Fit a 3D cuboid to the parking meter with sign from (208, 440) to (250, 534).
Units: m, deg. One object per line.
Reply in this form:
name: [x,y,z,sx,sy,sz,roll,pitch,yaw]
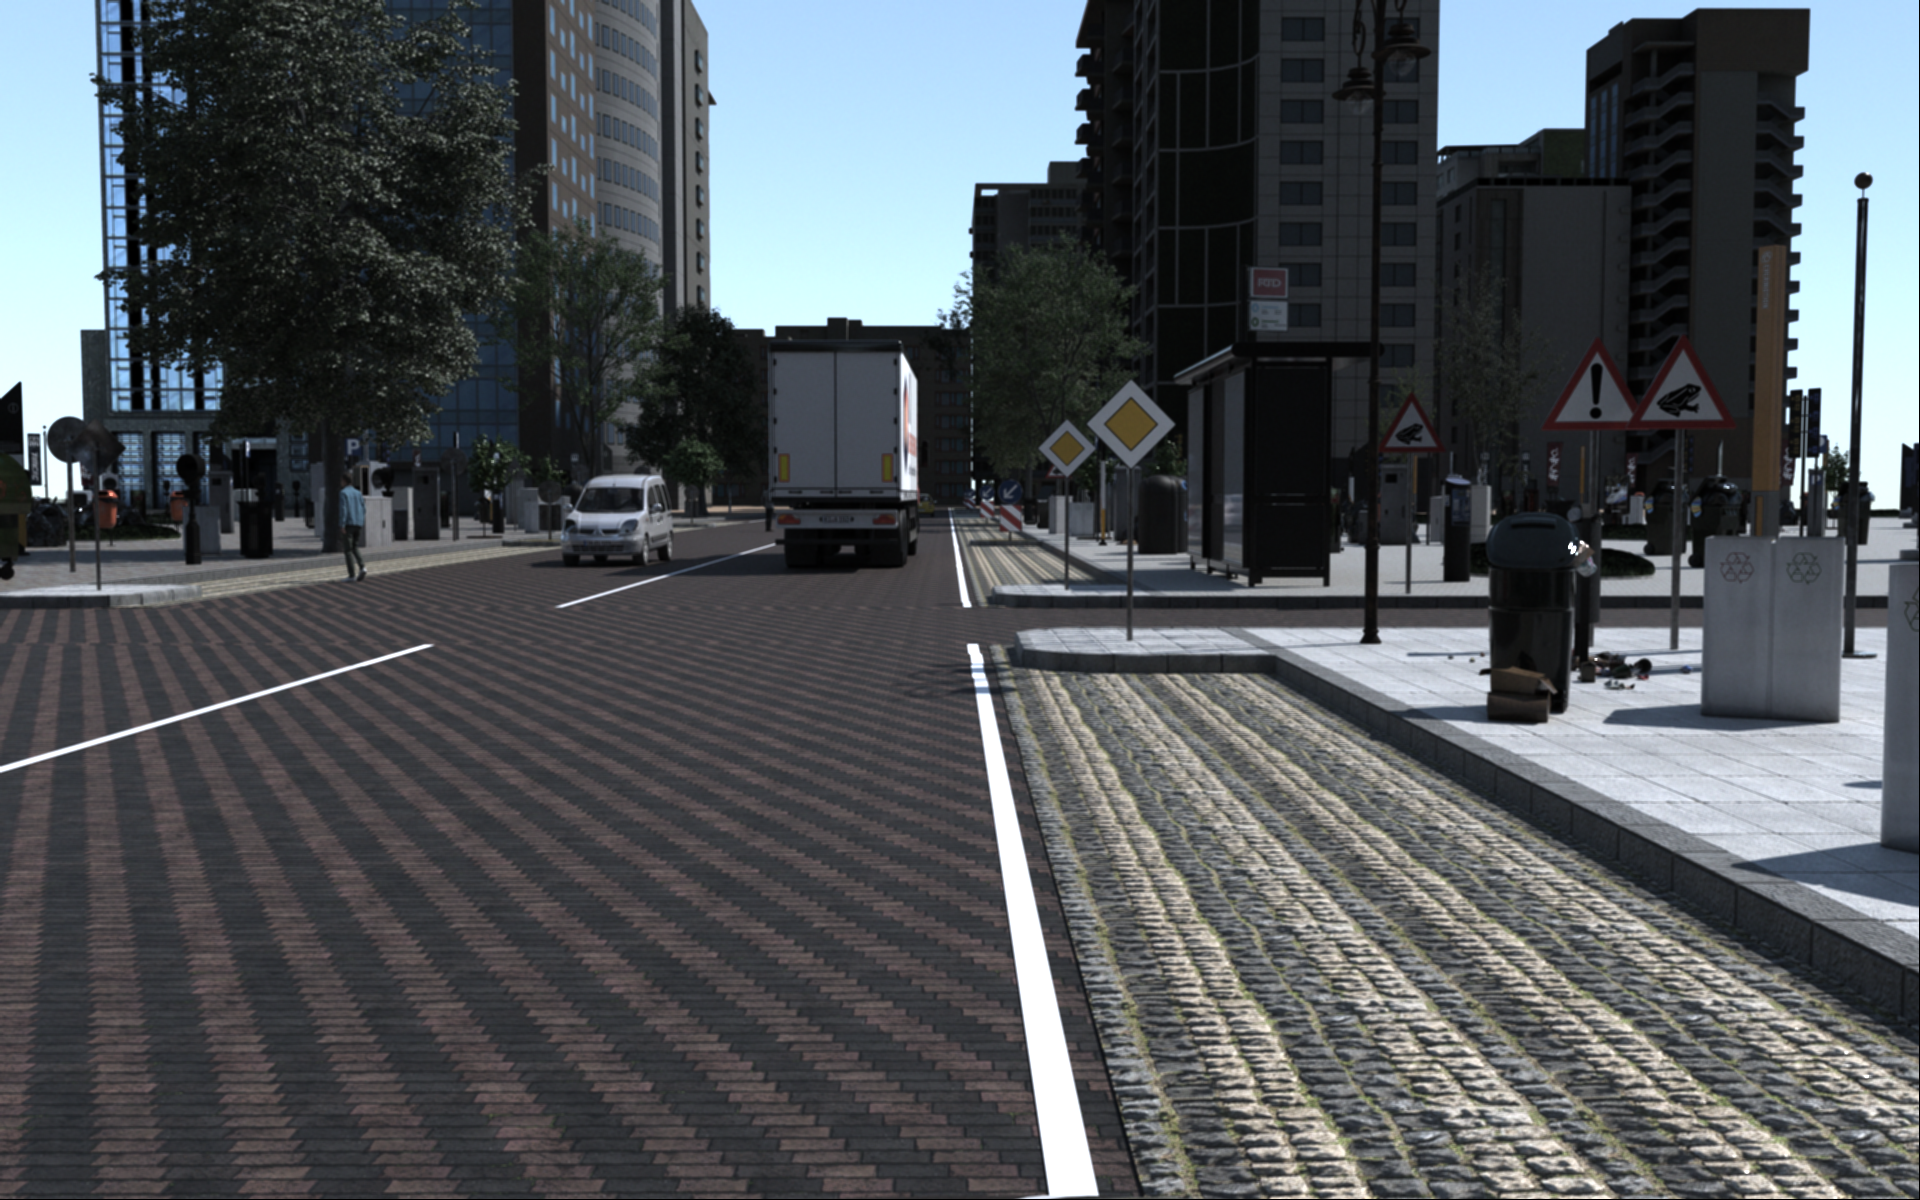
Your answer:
parking meter with sign: [-24.028,-3.671,56.288,1.738,3.016,0.543,-1,4,-9]

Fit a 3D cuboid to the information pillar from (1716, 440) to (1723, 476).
information pillar: [32.678,-5.090,74.579,0.183,3.616,0.504,3,5,40]

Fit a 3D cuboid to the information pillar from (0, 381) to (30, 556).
information pillar: [-19.736,-2.736,36.092,0.504,3.616,0.183,0,4,1]

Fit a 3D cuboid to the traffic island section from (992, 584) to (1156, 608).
traffic island section: [1.447,-0.055,23.173,2.009,0.180,2.903,0,4,0]

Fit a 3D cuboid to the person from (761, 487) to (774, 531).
person: [-7.316,-3.541,66.579,0.592,1.802,0.473,3,5,41]

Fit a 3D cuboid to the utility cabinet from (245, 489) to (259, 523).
utility cabinet: [-29.420,-3.880,72.114,0.318,1.500,1.173,-2,4,-29]

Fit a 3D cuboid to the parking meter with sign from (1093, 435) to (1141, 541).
parking meter with sign: [4.556,-3.103,46.997,1.738,3.016,0.543,0,4,-6]

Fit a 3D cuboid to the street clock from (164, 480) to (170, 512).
street clock: [-40.454,-5.126,88.377,0.358,2.002,0.471,-1,4,-14]

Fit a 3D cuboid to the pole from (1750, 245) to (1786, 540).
pole: [6.682,-1.254,14.344,0.158,3.312,0.155,0,3,0]

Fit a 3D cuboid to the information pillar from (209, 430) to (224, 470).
information pillar: [-26.808,-4.352,62.518,0.504,3.616,0.183,0,4,3]

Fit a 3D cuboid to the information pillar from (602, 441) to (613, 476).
information pillar: [-15.687,-5.238,76.999,0.504,3.616,0.183,-3,5,-40]

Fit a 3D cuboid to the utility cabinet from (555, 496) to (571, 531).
utility cabinet: [-14.050,-3.046,60.960,0.306,1.237,1.020,-3,4,-38]

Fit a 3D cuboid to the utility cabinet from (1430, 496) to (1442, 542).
utility cabinet: [12.969,-2.179,46.793,0.306,1.237,1.020,0,4,-1]

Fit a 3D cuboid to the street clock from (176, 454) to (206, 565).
street clock: [-13.965,-1.647,31.499,0.471,2.002,0.358,1,4,17]

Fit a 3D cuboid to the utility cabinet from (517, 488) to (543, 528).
utility cabinet: [-15.933,-3.398,64.243,1.173,1.500,0.318,3,4,37]

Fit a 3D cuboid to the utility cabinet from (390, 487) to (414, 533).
utility cabinet: [-18.336,-2.904,56.165,1.173,1.500,0.318,1,4,13]

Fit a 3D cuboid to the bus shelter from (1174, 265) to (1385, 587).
bus shelter: [4.761,-3.088,28.129,2.179,5.291,8.768,0,4,-1]

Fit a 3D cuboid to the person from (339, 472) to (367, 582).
person: [-9.887,-1.182,28.173,0.444,1.785,0.601,2,4,32]

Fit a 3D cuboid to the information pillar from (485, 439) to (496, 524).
information pillar: [-20.008,-5.066,74.187,0.183,3.616,0.504,0,4,6]

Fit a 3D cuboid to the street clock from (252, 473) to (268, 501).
street clock: [-27.384,-3.862,67.707,0.471,2.002,0.358,-2,4,-29]

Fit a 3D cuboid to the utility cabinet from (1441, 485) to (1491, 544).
utility cabinet: [12.760,-2.140,43.673,1.173,1.500,0.318,3,4,37]

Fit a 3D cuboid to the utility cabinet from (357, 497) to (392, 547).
utility cabinet: [-14.235,-1.892,42.089,0.306,1.237,1.020,1,4,20]

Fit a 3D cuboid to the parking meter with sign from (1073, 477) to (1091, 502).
parking meter with sign: [4.602,-3.736,57.341,1.738,3.016,0.543,0,4,0]

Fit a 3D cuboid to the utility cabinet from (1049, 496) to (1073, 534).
utility cabinet: [3.223,-2.714,55.535,0.306,1.237,1.020,2,4,35]

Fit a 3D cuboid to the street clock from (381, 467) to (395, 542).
street clock: [-15.322,-2.559,46.411,0.358,2.002,0.471,0,4,-2]

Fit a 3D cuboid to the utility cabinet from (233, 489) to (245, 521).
utility cabinet: [-33.075,-4.355,79.880,1.173,1.500,0.318,3,4,38]

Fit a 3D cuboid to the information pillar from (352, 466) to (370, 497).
information pillar: [-15.631,-2.491,45.221,0.304,2.012,0.304,2,4,25]

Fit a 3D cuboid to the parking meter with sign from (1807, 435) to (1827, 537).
parking meter with sign: [25.663,-3.399,51.834,0.543,3.016,1.738,2,4,30]

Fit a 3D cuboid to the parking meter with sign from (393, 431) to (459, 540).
parking meter with sign: [-14.883,-3.181,48.270,1.738,3.016,0.543,-1,4,-12]

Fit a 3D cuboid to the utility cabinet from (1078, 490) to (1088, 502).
utility cabinet: [7.075,-5.352,96.177,1.173,1.500,0.318,3,5,44]

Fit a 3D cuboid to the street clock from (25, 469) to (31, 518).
street clock: [-27.337,-2.812,50.548,0.358,2.002,0.471,0,3,0]

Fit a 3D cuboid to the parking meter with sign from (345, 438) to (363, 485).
parking meter with sign: [-18.899,-3.487,53.278,0.543,3.016,1.738,0,4,0]

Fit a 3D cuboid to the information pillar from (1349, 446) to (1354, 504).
information pillar: [19.309,-5.753,85.419,0.183,3.616,0.504,0,4,-6]

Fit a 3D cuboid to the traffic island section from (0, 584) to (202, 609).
traffic island section: [-11.494,-0.049,23.080,2.009,0.180,2.903,0,4,0]

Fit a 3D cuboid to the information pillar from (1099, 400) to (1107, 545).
information pillar: [3.580,-3.182,43.378,0.183,3.616,0.504,0,4,0]

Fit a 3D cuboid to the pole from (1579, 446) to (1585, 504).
pole: [26.457,-4.882,73.671,0.158,3.312,0.155,0,3,0]

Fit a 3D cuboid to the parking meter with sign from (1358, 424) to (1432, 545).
parking meter with sign: [10.938,-2.893,43.569,1.738,3.016,0.543,1,4,21]

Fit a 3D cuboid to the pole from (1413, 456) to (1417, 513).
pole: [24.090,-5.987,91.727,0.158,3.312,0.155,0,3,0]

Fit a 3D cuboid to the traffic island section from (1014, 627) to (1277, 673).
traffic island section: [1.507,0.434,15.188,2.009,0.180,2.903,0,4,0]

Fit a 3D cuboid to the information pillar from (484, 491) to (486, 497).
information pillar: [-21.944,-5.449,80.443,0.183,3.616,0.504,2,4,27]

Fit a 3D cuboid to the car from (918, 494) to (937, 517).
car: [-2.469,-6.086,109.724,2.015,1.641,3.980,0,4,0]

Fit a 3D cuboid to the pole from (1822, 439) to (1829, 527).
pole: [32.324,-4.335,64.721,0.158,3.312,0.155,0,3,0]

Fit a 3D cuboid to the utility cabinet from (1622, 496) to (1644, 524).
utility cabinet: [24.200,-3.146,62.595,0.306,1.237,1.020,-2,4,-27]

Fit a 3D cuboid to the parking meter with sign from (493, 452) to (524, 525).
parking meter with sign: [-18.712,-4.686,72.872,1.738,3.016,0.543,-3,5,-44]

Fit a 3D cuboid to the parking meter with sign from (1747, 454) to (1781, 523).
parking meter with sign: [35.154,-4.869,75.875,0.543,3.016,1.738,-1,4,-8]

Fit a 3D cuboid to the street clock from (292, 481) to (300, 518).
street clock: [-36.235,-5.506,94.600,0.358,2.002,0.471,0,4,4]
